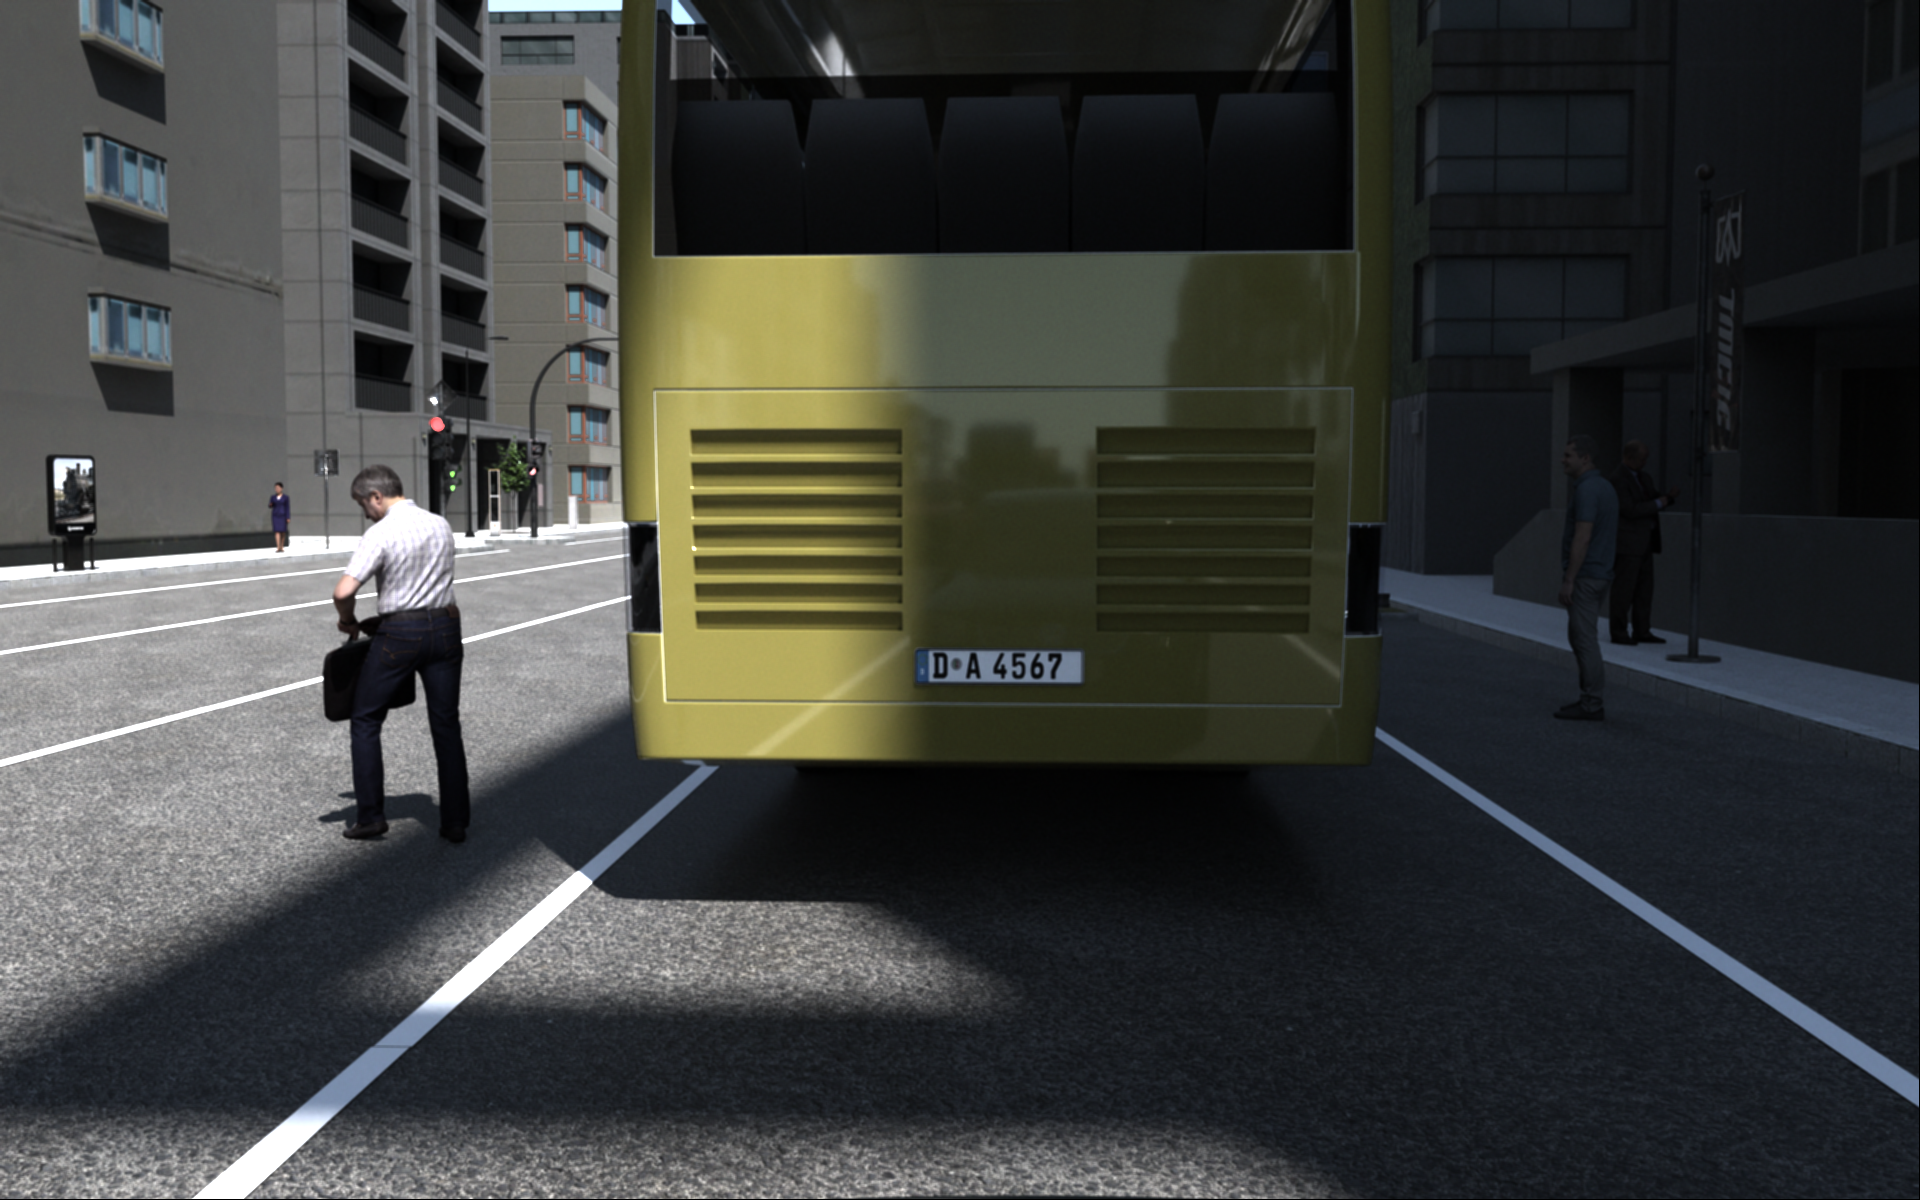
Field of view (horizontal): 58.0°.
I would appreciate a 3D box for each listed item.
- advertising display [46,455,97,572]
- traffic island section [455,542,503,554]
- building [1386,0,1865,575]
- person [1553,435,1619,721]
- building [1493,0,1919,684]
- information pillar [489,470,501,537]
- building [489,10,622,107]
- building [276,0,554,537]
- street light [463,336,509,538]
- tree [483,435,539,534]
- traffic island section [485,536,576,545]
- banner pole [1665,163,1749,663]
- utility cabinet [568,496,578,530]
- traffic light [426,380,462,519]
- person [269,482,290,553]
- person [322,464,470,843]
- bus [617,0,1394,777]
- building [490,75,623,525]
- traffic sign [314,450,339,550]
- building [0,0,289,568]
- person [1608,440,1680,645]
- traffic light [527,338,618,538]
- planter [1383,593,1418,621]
[{"bbox_3d":[-14.736,-1.439,28.749,0.123,1.923,0.974,1,4,13],"label":"advertising display"},{"bbox_3d":[-12.736,-1.247,42.662,2.009,0.180,2.903,0,4,2],"label":"traffic island section"},{"bbox_3d":[14.585,-21.354,32.734,14.154,41.232,14.086,0,4,2],"label":"building"},{"bbox_3d":[3.972,-0.149,11.066,0.598,1.807,0.434,-3,5,-44],"label":"person"},{"bbox_3d":[22.684,-19.669,13.475,32.217,40.220,23.993,0,4,2],"label":"building"},{"bbox_3d":[-13.939,-2.902,51.933,0.304,2.012,0.304,0,4,-7],"label":"information pillar"},{"bbox_3d":[-20.863,-20.548,107.654,14.160,30.474,14.107,0,4,2],"label":"building"},{"bbox_3d":[-26.005,-38.050,60.365,20.563,71.187,20.611,0,4,2],"label":"building"},{"bbox_3d":[-13.935,-4.797,50.964,1.470,5.913,1.316,0,4,2],"label":"street light"},{"bbox_3d":[-14.434,-3.766,56.180,1.663,3.219,1.824,0,3,0],"label":"tree"},{"bbox_3d":[-12.464,-1.735,50.642,2.009,0.180,2.903,0,4,2],"label":"traffic island section"},{"bbox_3d":[5.656,-1.405,12.997,0.401,3.779,0.863,0,4,-3],"label":"banner pole"},{"bbox_3d":[-13.824,-3.102,61.876,0.306,1.237,1.020,-1,4,-9],"label":"utility cabinet"},{"bbox_3d":[-12.697,-3.279,42.526,0.839,4.253,0.868,0,4,2],"label":"traffic light"},{"bbox_3d":[-14.842,-1.796,37.783,0.453,1.535,0.546,-2,4,-30],"label":"person"},{"bbox_3d":[-2.338,0.218,7.144,0.590,1.554,0.614,2,4,32],"label":"person"},{"bbox_3d":[0.482,-1.229,11.639,2.896,3.916,12.252,0,4,3],"label":"bus"},{"bbox_3d":[-28.794,-14.780,86.699,27.650,21.520,28.899,0,4,2],"label":"building"},{"bbox_3d":[-14.581,-2.309,39.882,0.606,2.300,0.079,1,4,10],"label":"traffic sign"},{"bbox_3d":[-27.099,-24.862,30.198,21.600,48.544,21.300,0,4,2],"label":"building"},{"bbox_3d":[5.804,-0.491,14.760,0.600,1.739,0.565,2,4,24],"label":"person"},{"bbox_3d":[-10.331,-4.636,50.470,4.771,5.953,1.251,0,4,2],"label":"traffic light"},{"bbox_3d":[4.224,0.036,20.552,1.991,0.319,1.994,0,4,2],"label":"planter"}]
